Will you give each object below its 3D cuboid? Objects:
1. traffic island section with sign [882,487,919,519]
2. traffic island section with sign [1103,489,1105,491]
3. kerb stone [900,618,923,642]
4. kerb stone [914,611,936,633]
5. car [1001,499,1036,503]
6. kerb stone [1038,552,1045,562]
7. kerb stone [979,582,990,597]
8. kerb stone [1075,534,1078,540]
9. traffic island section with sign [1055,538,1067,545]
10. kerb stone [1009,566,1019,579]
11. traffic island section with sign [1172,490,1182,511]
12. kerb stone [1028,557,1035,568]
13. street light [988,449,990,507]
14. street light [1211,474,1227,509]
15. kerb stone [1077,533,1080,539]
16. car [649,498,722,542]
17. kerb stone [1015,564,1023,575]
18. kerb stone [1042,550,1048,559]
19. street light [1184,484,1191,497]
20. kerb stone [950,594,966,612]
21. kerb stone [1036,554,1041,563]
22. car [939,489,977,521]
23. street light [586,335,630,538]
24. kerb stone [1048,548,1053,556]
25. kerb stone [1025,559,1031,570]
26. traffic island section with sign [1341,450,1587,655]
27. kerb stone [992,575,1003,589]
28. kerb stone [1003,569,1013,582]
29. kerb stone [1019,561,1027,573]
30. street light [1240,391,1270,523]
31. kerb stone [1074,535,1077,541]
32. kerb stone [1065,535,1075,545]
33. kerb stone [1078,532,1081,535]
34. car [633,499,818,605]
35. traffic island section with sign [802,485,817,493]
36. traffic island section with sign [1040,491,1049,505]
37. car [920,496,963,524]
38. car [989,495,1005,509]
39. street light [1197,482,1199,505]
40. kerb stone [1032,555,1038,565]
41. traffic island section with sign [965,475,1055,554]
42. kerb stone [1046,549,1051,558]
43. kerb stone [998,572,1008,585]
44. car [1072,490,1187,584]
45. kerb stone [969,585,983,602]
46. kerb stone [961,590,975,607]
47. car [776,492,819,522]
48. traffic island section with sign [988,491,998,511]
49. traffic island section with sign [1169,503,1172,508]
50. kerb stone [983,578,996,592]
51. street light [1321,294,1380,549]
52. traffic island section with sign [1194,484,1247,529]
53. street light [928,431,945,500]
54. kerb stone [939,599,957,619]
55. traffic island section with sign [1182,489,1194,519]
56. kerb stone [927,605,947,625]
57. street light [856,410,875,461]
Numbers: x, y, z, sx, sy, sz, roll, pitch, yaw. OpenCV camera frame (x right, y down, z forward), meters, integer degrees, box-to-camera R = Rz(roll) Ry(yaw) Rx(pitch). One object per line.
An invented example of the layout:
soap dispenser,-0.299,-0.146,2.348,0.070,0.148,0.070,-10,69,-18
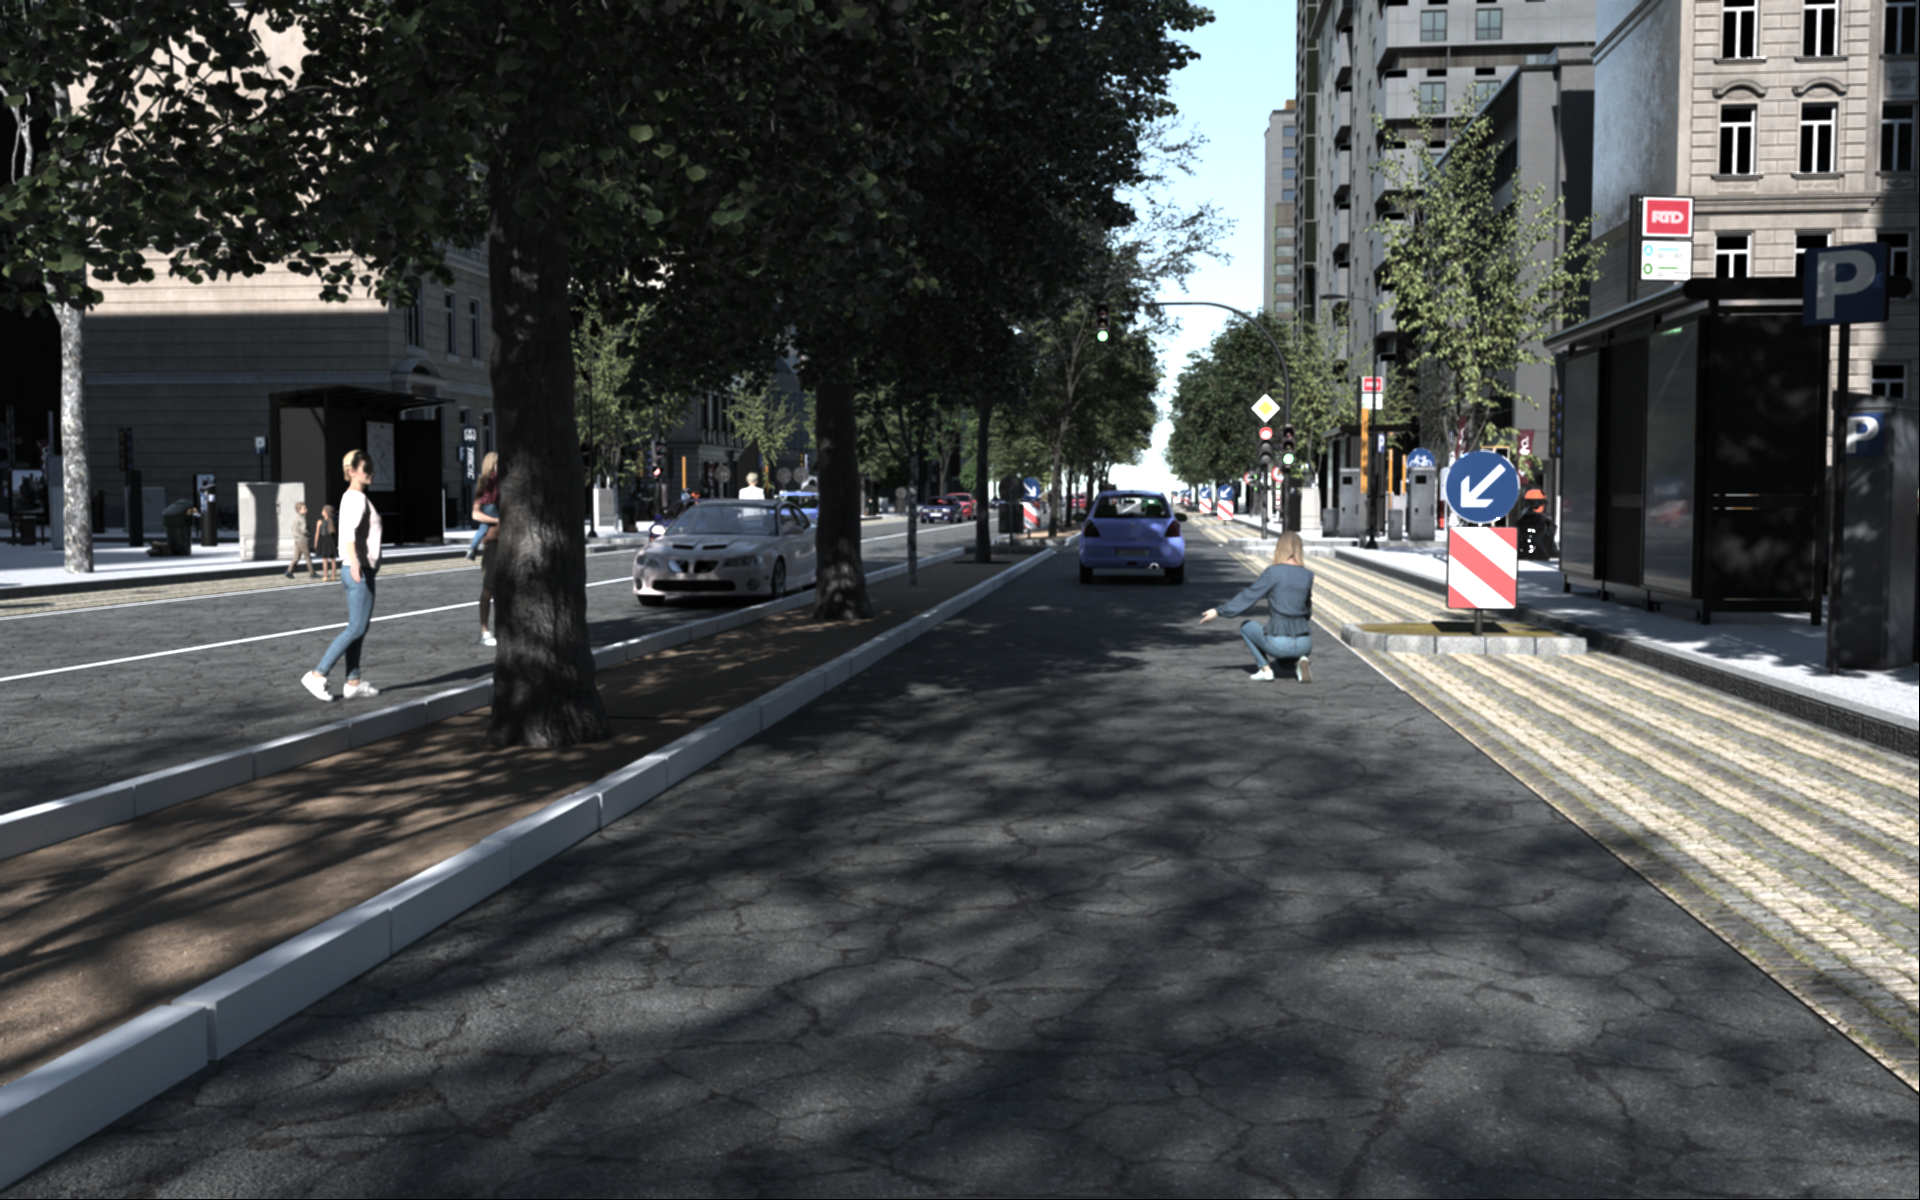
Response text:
traffic island section with sign,-3.408,-5.582,99.897,1.989,1.847,2.006,0,4,6
traffic island section with sign,10.348,-7.084,123.963,2.006,1.907,1.989,0,4,6
kerb stone,-0.519,0.318,17.108,0.120,0.150,1.000,0,4,6
kerb stone,-0.404,0.249,18.123,0.120,0.150,1.000,0,4,6
car,3.253,-4.995,93.667,2.014,1.417,4.499,1,4,8
kerb stone,1.642,-0.872,36.450,0.120,0.150,1.000,0,4,6
kerb stone,0.277,-0.118,24.228,0.120,0.150,1.000,0,4,6
kerb stone,3.414,-1.844,52.337,0.120,0.150,1.000,0,4,6
traffic island section with sign,2.018,-2.517,49.286,2.006,1.907,1.989,0,4,6
kerb stone,0.852,-0.436,29.316,0.120,0.150,1.000,0,4,6
traffic island section with sign,19.332,-8.513,147.809,1.989,1.847,2.006,0,4,6
kerb stone,1.298,-0.682,33.384,0.120,0.150,1.000,0,4,6
street light,3.357,-12.283,173.362,1.470,5.913,1.316,0,4,6
street light,18.441,-9.221,123.298,1.470,5.913,1.316,0,4,6
kerb stone,3.525,-1.899,53.353,0.120,0.150,1.000,0,4,6
car,-5.963,-1.679,40.038,1.945,1.354,3.894,0,4,6
kerb stone,0.954,-0.498,30.336,0.120,0.150,1.000,0,4,6
kerb stone,1.755,-0.934,37.468,0.120,0.150,1.000,0,4,6
street light,26.910,-13.874,199.387,1.470,5.913,1.316,0,4,6
kerb stone,-0.069,0.063,21.172,0.120,0.150,1.000,0,4,6
kerb stone,1.522,-0.805,35.427,0.120,0.150,1.000,0,4,6
car,-0.090,-5.261,95.056,2.155,1.783,4.494,0,4,6
street light,-10.291,-4.784,50.757,1.470,5.913,1.316,0,4,6
kerb stone,1.984,-1.058,39.502,0.120,0.150,1.000,0,4,6
kerb stone,1.183,-0.621,32.368,0.120,0.150,1.000,0,4,6
traffic island section with sign,4.663,-0.471,16.335,1.989,1.847,2.006,0,4,6
kerb stone,0.508,-0.249,26.268,0.120,0.150,1.000,0,4,6
kerb stone,0.731,-0.373,28.301,0.120,0.150,1.000,0,4,6
kerb stone,1.076,-0.560,31.351,0.120,0.150,1.000,0,4,6
street light,13.308,-6.460,78.165,1.470,5.913,1.316,0,4,6
kerb stone,3.300,-1.781,51.317,0.120,0.150,1.000,0,4,6
kerb stone,3.185,-1.715,50.301,0.120,0.150,1.000,0,4,6
kerb stone,3.644,-1.961,54.370,0.120,0.150,1.000,0,4,6
car,-3.054,-0.700,23.802,2.083,1.381,4.827,0,4,7
traffic island section with sign,-6.398,-3.944,73.107,1.989,1.847,2.006,0,4,6
traffic island section with sign,11.336,-13.647,231.750,1.989,1.847,2.006,0,4,6
car,-0.903,-4.460,85.507,1.945,1.354,3.894,0,4,8
car,3.758,-9.138,161.982,1.945,1.354,3.894,0,4,6
street light,21.850,-11.095,153.942,1.470,5.913,1.316,0,4,6
kerb stone,1.406,-0.747,34.404,0.120,0.150,1.000,0,4,6
traffic island section with sign,1.186,-2.067,41.925,2.006,1.907,1.989,0,4,6
kerb stone,1.870,-0.991,38.486,0.120,0.150,1.000,0,4,6
kerb stone,0.617,-0.305,27.285,0.120,0.150,1.000,0,4,6
car,2.843,-1.185,28.968,1.945,1.707,3.694,0,4,4
kerb stone,0.168,-0.062,23.211,0.120,0.150,1.000,0,4,6
kerb stone,0.049,0.004,22.189,0.120,0.150,1.000,0,4,6
car,-5.264,-2.845,56.099,1.945,1.707,3.694,0,4,5
traffic island section with sign,2.230,-8.664,150.289,1.989,1.847,2.006,0,4,6
traffic island section with sign,22.325,-10.153,174.625,1.989,1.847,2.006,0,4,6
kerb stone,0.383,-0.186,25.244,0.120,0.150,1.000,0,4,6
street light,9.064,-4.141,40.246,1.470,5.913,1.316,0,4,6
traffic island section with sign,10.807,-3.844,71.482,1.989,1.847,2.006,0,4,6
street light,-1.763,-9.478,127.505,1.470,5.913,1.316,0,4,6
kerb stone,-0.178,0.125,20.155,0.120,0.150,1.000,0,4,6
traffic island section with sign,13.816,-5.495,98.479,1.989,1.847,2.006,0,4,6
kerb stone,-0.295,0.187,19.140,0.120,0.150,1.000,0,4,6
street light,-5.184,-7.564,96.212,1.470,5.913,1.316,0,4,6
